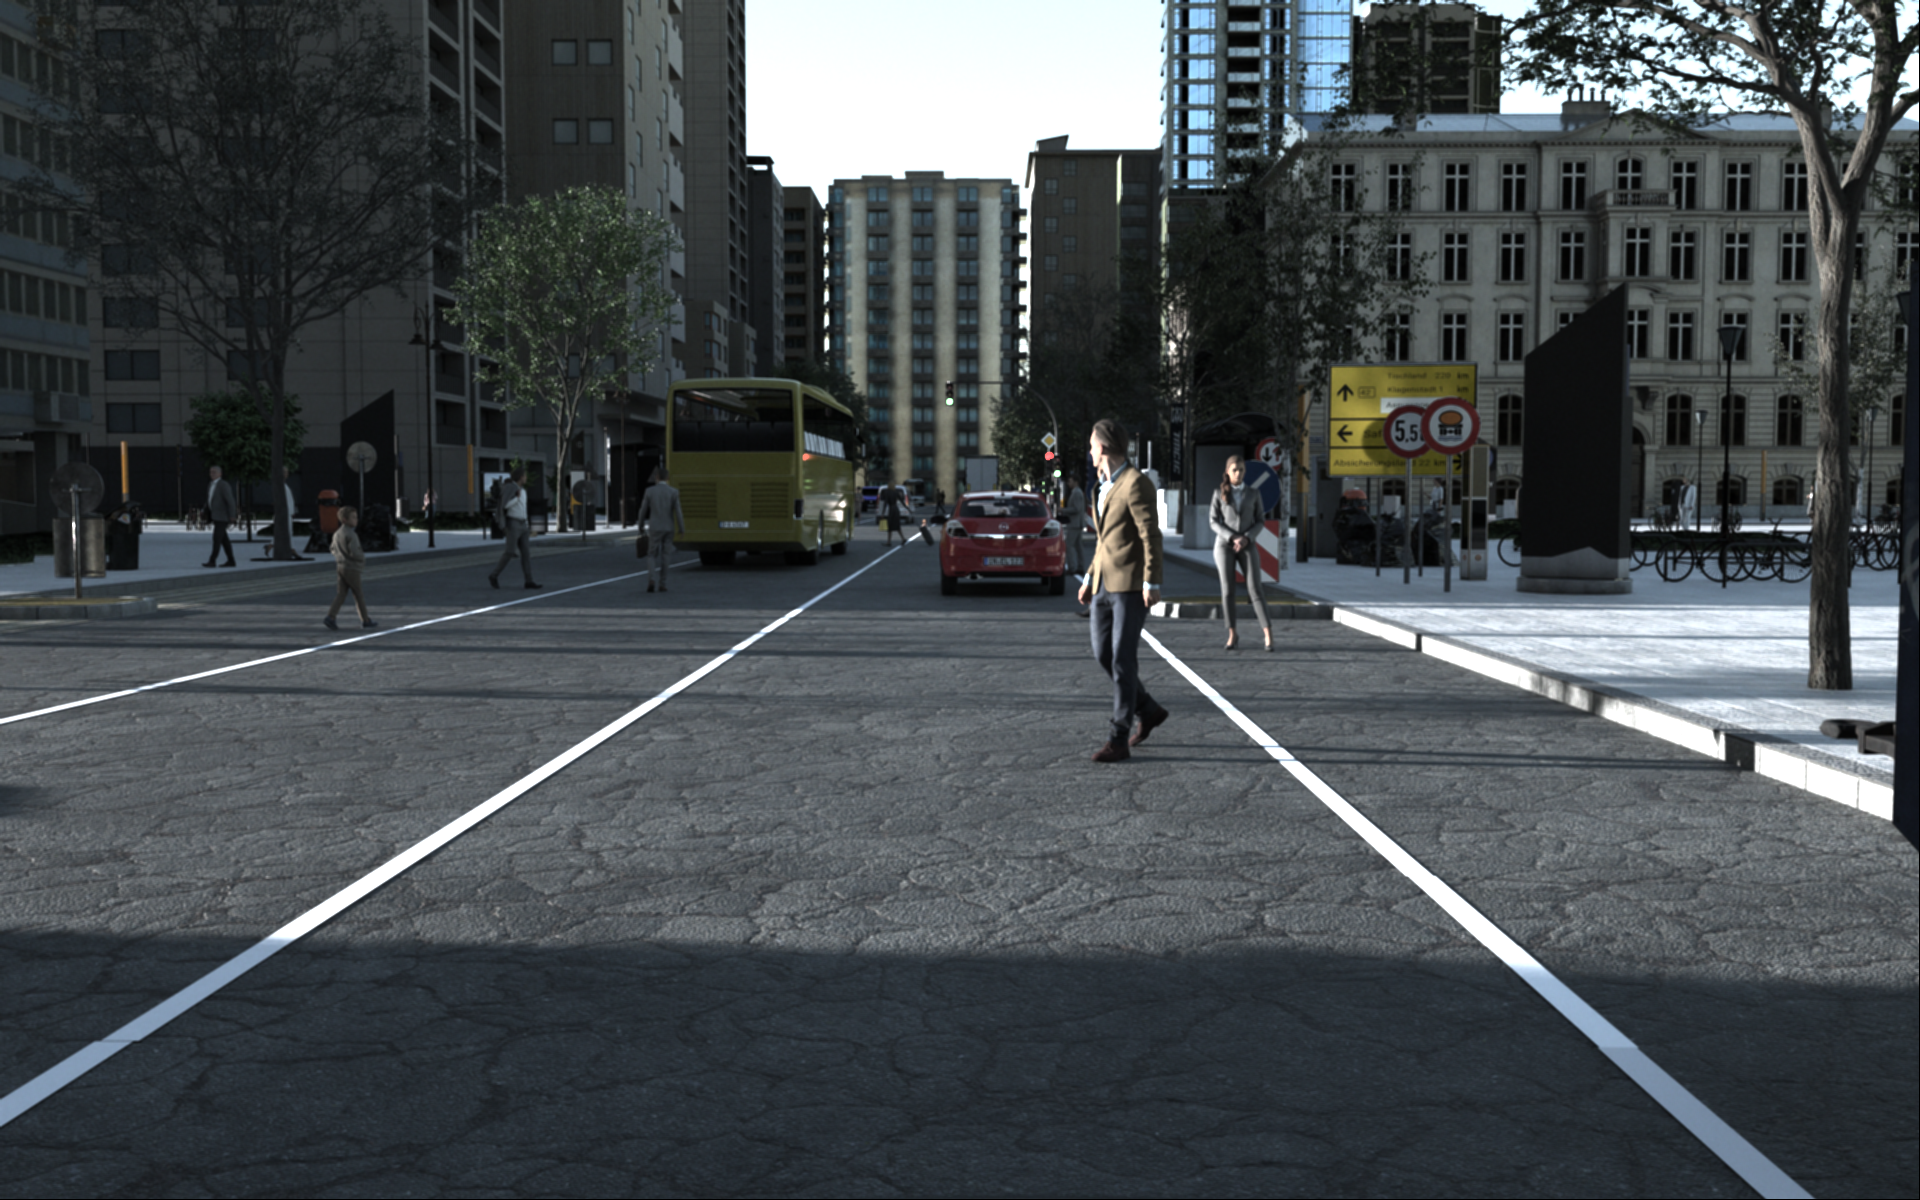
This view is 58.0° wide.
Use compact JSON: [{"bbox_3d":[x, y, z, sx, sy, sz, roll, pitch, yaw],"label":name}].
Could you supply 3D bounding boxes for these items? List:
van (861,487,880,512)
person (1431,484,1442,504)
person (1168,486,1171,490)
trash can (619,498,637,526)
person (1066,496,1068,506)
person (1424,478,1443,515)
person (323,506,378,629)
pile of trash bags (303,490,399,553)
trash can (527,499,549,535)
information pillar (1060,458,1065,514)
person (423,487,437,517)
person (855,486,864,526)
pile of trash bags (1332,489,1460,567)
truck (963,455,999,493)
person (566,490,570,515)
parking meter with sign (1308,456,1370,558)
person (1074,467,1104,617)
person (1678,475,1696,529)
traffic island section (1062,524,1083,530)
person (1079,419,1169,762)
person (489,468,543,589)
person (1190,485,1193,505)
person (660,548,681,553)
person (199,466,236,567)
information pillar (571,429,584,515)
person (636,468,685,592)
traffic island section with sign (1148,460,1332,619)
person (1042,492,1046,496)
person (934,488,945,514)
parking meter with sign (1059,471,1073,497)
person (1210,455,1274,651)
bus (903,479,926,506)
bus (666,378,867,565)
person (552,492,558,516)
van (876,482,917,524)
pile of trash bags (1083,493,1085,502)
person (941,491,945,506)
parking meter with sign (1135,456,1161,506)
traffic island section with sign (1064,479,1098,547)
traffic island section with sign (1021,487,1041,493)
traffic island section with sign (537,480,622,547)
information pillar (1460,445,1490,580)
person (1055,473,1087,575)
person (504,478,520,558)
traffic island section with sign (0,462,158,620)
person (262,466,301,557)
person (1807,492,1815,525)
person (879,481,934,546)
[{"bbox_3d":[-6.921,-8.220,138.780,2.240,2.365,5.245,0,4,2],"label":"van"},{"bbox_3d":[19.483,-3.939,70.713,0.793,1.790,0.793,1,4,13],"label":"person"},{"bbox_3d":[13.060,-6.230,108.127,0.478,1.798,0.641,1,4,19],"label":"person"},{"bbox_3d":[-13.231,-3.510,69.049,0.748,1.137,0.748,0,3,0],"label":"trash can"},{"bbox_3d":[7.586,-6.606,119.557,1.012,1.151,0.738,-1,4,-16],"label":"person"},{"bbox_3d":[12.141,-2.313,44.426,0.524,1.755,0.480,-1,4,-14],"label":"person"},{"bbox_3d":[-6.510,-0.345,18.409,0.475,1.303,0.640,2,4,29],"label":"person"},{"bbox_3d":[-13.507,-1.732,38.068,1.912,1.369,3.447,0,4,-8],"label":"pile of trash bags"},{"bbox_3d":[-13.338,-2.635,54.734,0.748,1.137,0.748,0,3,0],"label":"trash can"},{"bbox_3d":[6.673,-7.362,111.728,0.183,3.616,0.504,3,4,36],"label":"information pillar"},{"bbox_3d":[-22.616,-3.961,73.845,0.593,1.750,0.643,-2,4,-23],"label":"person"},{"bbox_3d":[-4.665,-4.245,78.251,0.599,1.781,0.374,2,4,30],"label":"person"},{"bbox_3d":[7.767,-1.357,31.933,1.912,1.369,3.447,-1,4,-9],"label":"pile of trash bags"},{"bbox_3d":[1.617,-8.665,130.584,2.839,4.237,11.283,0,4,0],"label":"truck"},{"bbox_3d":[-23.804,-6.077,105.583,0.592,1.802,0.473,1,4,12],"label":"person"},{"bbox_3d":[7.545,-2.356,34.774,0.543,3.016,1.738,-3,4,-38],"label":"parking meter with sign"},{"bbox_3d":[1.757,-0.708,20.181,0.850,1.850,0.679,0,3,0],"label":"person"},{"bbox_3d":[21.152,-2.719,50.378,0.514,1.842,0.818,3,4,36],"label":"person"},{"bbox_3d":[3.939,-2.936,70.282,2.009,0.180,2.903,0,4,1],"label":"traffic island section"},{"bbox_3d":[0.887,-0.070,9.559,0.656,1.842,0.836,2,4,35],"label":"person"},{"bbox_3d":[-6.752,-1.077,26.213,0.850,1.850,0.679,1,4,12],"label":"person"},{"bbox_3d":[13.130,-5.575,97.290,0.635,1.810,0.391,3,5,42],"label":"person"},{"bbox_3d":[-7.086,-2.040,42.204,0.721,1.781,0.623,-1,4,-20],"label":"person"},{"bbox_3d":[-12.982,-1.453,30.195,0.661,1.777,0.834,2,4,25],"label":"person"},{"bbox_3d":[-13.813,-4.361,62.655,0.504,3.616,0.183,-1,4,-9],"label":"information pillar"},{"bbox_3d":[-4.418,-1.033,25.514,0.709,1.813,0.853,-1,4,-9],"label":"person"},{"bbox_3d":[3.290,-0.746,20.824,1.989,1.847,2.006,0,4,1],"label":"traffic island section with sign"},{"bbox_3d":[8.038,-9.738,166.726,0.415,1.643,0.593,-1,4,-8],"label":"person"},{"bbox_3d":[-1.468,-7.133,125.039,0.836,1.842,0.656,1,4,9],"label":"person"},{"bbox_3d":[7.912,-8.275,131.553,0.543,3.016,1.738,-3,4,-38],"label":"parking meter with sign"},{"bbox_3d":[2.594,-0.437,15.916,0.520,1.790,0.573,-1,4,-13],"label":"person"},{"bbox_3d":[-5.585,-13.214,210.910,2.948,3.499,13.247,0,4,-1],"label":"bus"},{"bbox_3d":[-3.967,-2.824,37.715,2.896,3.916,12.252,0,4,2],"label":"bus"},{"bbox_3d":[-24.027,-5.914,102.986,0.529,1.795,0.600,0,4,6],"label":"person"},{"bbox_3d":[-3.099,-4.681,83.551,2.013,2.044,4.112,0,4,3],"label":"van"},{"bbox_3d":[8.189,-5.556,100.601,1.912,1.369,3.447,-3,5,-43],"label":"pile of trash bags"},{"bbox_3d":[-2.141,-12.604,214.208,0.705,1.869,1.348,2,4,26],"label":"person"},{"bbox_3d":[8.813,-5.084,79.379,1.738,3.016,0.543,1,4,21],"label":"parking meter with sign"},{"bbox_3d":[3.647,-2.399,47.857,1.989,1.847,2.006,0,4,1],"label":"traffic island section with sign"},{"bbox_3d":[4.395,-5.802,103.493,1.989,1.847,2.006,0,4,1],"label":"traffic island section with sign"},{"bbox_3d":[-10.376,-2.376,47.483,1.989,1.847,2.006,0,4,1],"label":"traffic island section with sign"},{"bbox_3d":[7.673,-1.305,25.831,0.304,2.012,0.304,-1,4,-10],"label":"information pillar"},{"bbox_3d":[1.953,-1.342,30.643,0.583,1.804,0.606,0,4,2],"label":"person"},{"bbox_3d":[-9.950,-1.826,38.632,0.520,1.790,0.573,3,5,39],"label":"person"},{"bbox_3d":[-10.734,-0.727,20.519,1.989,1.847,2.006,0,4,1],"label":"traffic island section with sign"},{"bbox_3d":[-13.526,-1.749,34.513,0.818,1.842,0.514,-3,4,-38],"label":"person"},{"bbox_3d":[36.871,-4.056,74.787,0.822,1.834,0.622,-2,4,-28],"label":"person"},{"bbox_3d":[-1.473,-2.385,47.710,1.509,1.804,0.699,0,4,2],"label":"person"}]
